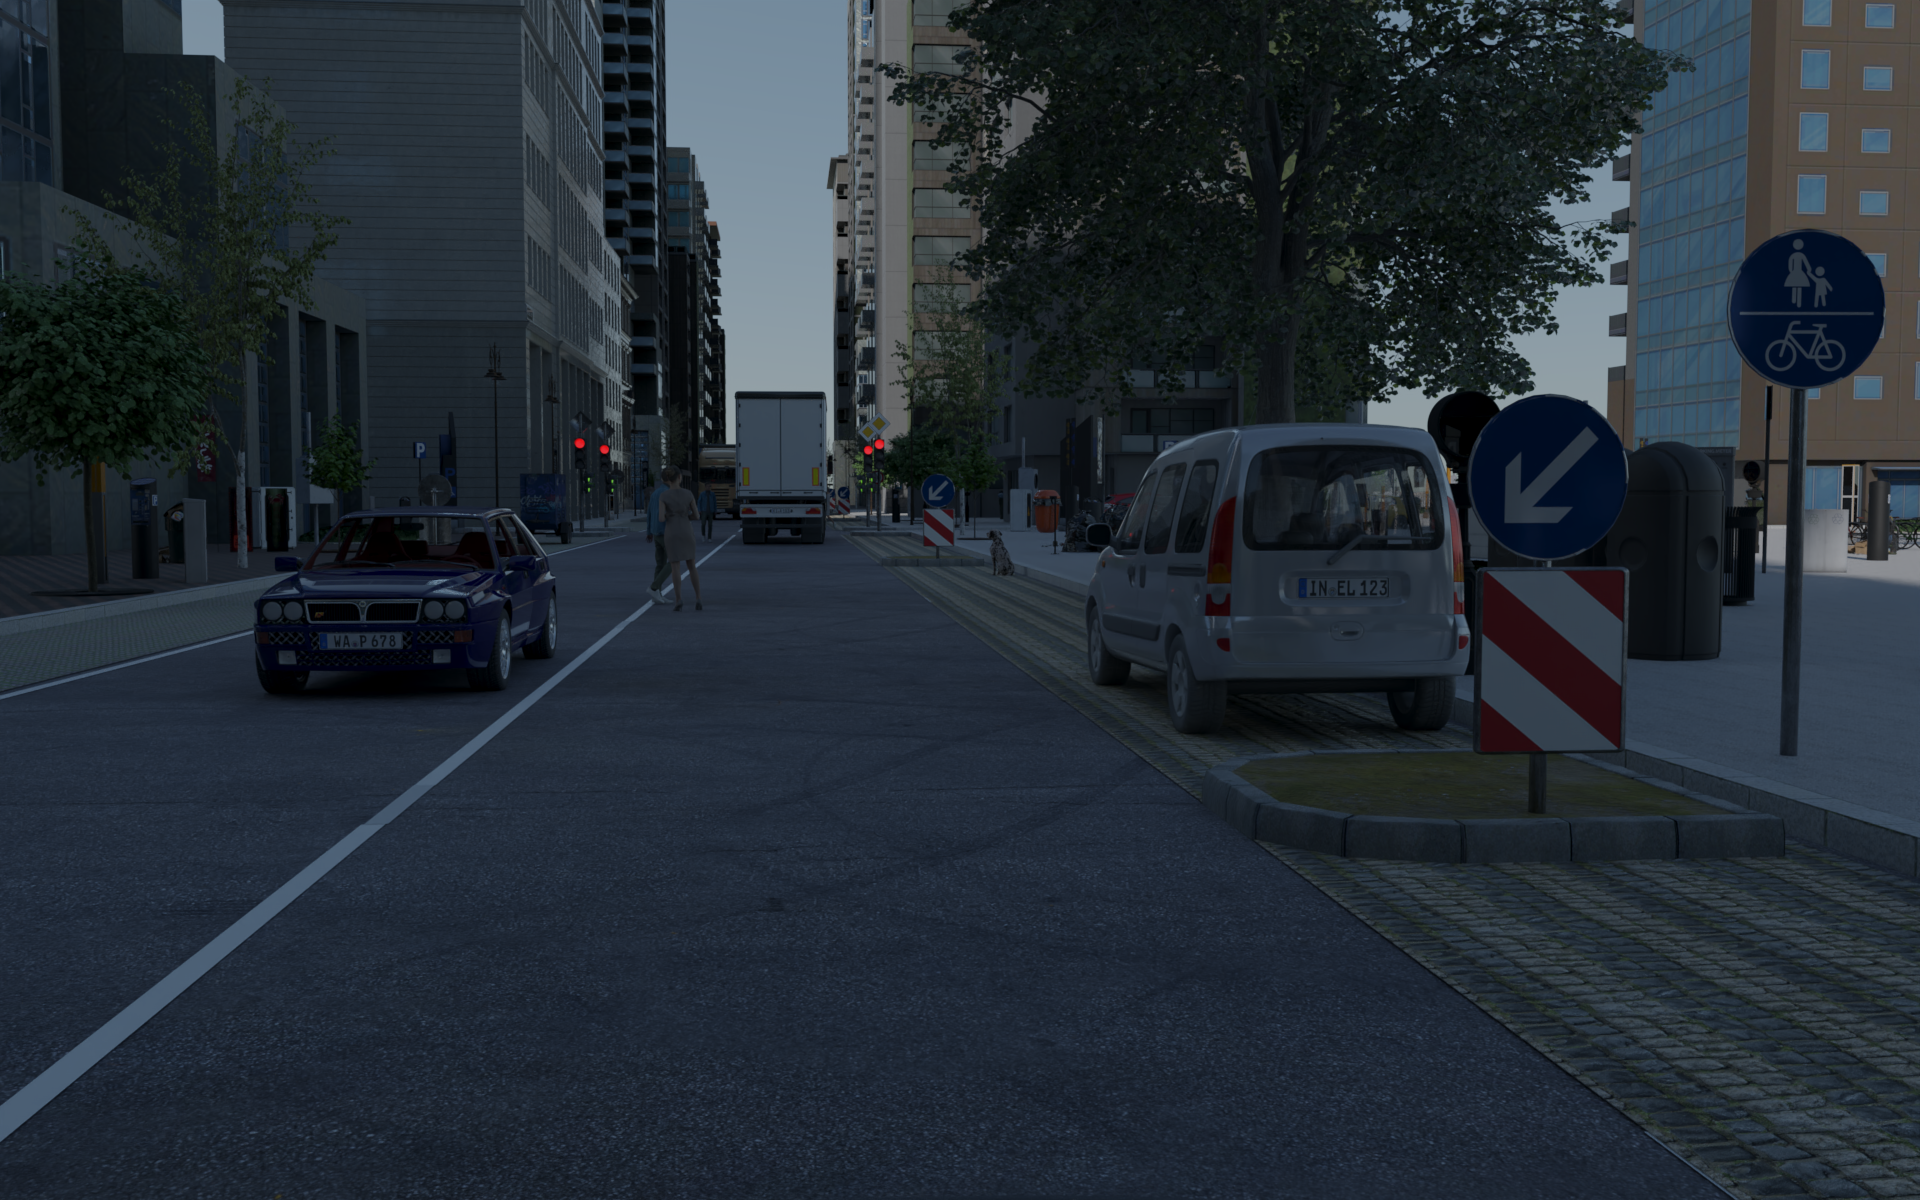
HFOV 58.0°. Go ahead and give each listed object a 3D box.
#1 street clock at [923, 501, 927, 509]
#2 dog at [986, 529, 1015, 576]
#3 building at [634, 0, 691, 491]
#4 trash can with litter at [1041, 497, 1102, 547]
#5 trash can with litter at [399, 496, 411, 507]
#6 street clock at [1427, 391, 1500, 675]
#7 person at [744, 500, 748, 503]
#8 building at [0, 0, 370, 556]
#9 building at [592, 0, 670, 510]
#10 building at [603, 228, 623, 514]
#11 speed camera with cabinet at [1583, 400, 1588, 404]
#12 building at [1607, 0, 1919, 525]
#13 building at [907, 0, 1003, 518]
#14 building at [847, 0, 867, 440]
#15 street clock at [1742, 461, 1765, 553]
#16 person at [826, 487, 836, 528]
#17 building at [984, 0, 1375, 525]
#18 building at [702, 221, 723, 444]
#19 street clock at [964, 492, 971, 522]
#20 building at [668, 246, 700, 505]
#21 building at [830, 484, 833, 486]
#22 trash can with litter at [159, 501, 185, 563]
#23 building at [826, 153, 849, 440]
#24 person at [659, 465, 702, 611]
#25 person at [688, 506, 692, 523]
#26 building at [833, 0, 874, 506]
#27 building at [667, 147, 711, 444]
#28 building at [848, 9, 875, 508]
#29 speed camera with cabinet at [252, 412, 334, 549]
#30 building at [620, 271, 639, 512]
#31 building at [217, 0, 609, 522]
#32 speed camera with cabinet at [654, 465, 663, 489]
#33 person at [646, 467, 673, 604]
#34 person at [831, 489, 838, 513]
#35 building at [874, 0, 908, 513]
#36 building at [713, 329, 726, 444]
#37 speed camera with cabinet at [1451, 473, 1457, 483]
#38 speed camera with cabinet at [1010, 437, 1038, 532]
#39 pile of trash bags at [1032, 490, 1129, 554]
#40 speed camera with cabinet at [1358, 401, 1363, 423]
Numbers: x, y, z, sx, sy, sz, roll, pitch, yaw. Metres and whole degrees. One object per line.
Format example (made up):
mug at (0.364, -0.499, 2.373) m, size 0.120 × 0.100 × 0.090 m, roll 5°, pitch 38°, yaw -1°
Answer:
street clock at (-1.738, -4.973, 85.886) m, size 0.471 × 2.002 × 0.358 m, roll -1°, pitch 4°, yaw -15°
dog at (0.703, -0.823, 30.286) m, size 0.513 × 0.831 × 0.800 m, roll 0°, pitch 4°, yaw 3°
building at (-38.823, -45.350, 179.732) m, size 20.563 × 71.187 × 20.611 m, roll 0°, pitch 4°, yaw -6°
trash can with litter at (2.877, -1.934, 42.682) m, size 2.233 × 1.210 × 1.678 m, roll -2°, pitch 4°, yaw -27°
trash can with litter at (-17.333, -2.573, 53.123) m, size 1.678 × 1.210 × 2.233 m, roll 1°, pitch 4°, yaw 15°
street clock at (3.568, -0.472, 12.286) m, size 0.471 × 2.002 × 0.358 m, roll 0°, pitch 4°, yaw -4°
person at (-17.488, -8.090, 140.867) m, size 0.778 × 1.811 × 0.616 m, roll -3°, pitch 4°, yaw -37°
building at (-33.922, -44.627, 42.330) m, size 31.000 × 86.520 × 22.319 m, roll 0°, pitch 4°, yaw -6°
building at (-37.108, -51.430, 153.549) m, size 22.319 × 86.520 × 31.000 m, roll 0°, pitch 4°, yaw -6°
building at (-26.324, -15.221, 103.613) m, size 10.420 × 20.320 × 16.860 m, roll 0°, pitch 4°, yaw -6°
speed camera with cabinet at (12.473, -2.581, 36.535) m, size 2.038 × 3.252 × 0.660 m, roll 1°, pitch 4°, yaw 11°
building at (39.334, -26.130, 77.343) m, size 14.200 × 45.320 × 14.600 m, roll 0°, pitch 4°, yaw -6°
building at (3.799, -20.086, 100.110) m, size 14.160 × 30.474 × 14.107 m, roll 0°, pitch 4°, yaw -6°
building at (-7.066, -48.995, 239.318) m, size 20.563 × 71.187 × 20.611 m, roll 0°, pitch 4°, yaw -6°
street clock at (17.174, -2.012, 37.464) m, size 0.358 × 2.002 × 0.471 m, roll -2°, pitch 4°, yaw -26°
person at (-5.436, -3.770, 70.893) m, size 0.466 × 1.731 × 0.760 m, roll 3°, pitch 5°, yaw 43°
building at (8.649, -23.831, 73.226) m, size 14.086 × 41.232 × 14.154 m, roll 0°, pitch 4°, yaw -6°
building at (-48.263, -37.545, 268.479) m, size 22.147 × 44.769 × 28.867 m, roll 0°, pitch 4°, yaw -6°
street clock at (0.324, -4.523, 78.528) m, size 0.358 × 2.002 × 0.471 m, roll 0°, pitch 4°, yaw 1°
building at (-37.364, -26.142, 199.130) m, size 14.160 × 30.474 × 14.107 m, roll 0°, pitch 4°, yaw -6°
building at (-7.096, -36.611, 290.475) m, size 32.217 × 40.220 × 23.993 m, roll 0°, pitch 4°, yaw -6°
trash can with litter at (-14.642, -1.269, 32.136) m, size 1.055 × 1.170 × 0.624 m, roll 2°, pitch 4°, yaw 26°
building at (-5.558, -41.296, 264.421) m, size 28.713 × 52.752 × 27.495 m, roll 0°, pitch 4°, yaw -6°
person at (-3.430, -0.757, 21.217) m, size 0.599 × 1.781 × 0.374 m, roll -2°, pitch 4°, yaw -27°
person at (-13.258, -4.519, 84.987) m, size 0.503 × 1.515 × 0.523 m, roll 2°, pitch 4°, yaw 35°
building at (-3.336, -54.337, 201.075) m, size 22.319 × 86.520 × 31.000 m, roll 0°, pitch 4°, yaw -6°
building at (-45.959, -37.873, 238.824) m, size 23.786 × 49.044 × 30.456 m, roll 0°, pitch 4°, yaw -6°
building at (1.027, -33.775, 171.832) m, size 23.786 × 49.044 × 30.456 m, roll 0°, pitch 4°, yaw -6°
speed camera with cabinet at (-15.953, -2.868, 41.231) m, size 0.660 × 3.252 × 2.038 m, roll 2°, pitch 4°, yaw 33°
building at (-28.604, -15.716, 121.580) m, size 10.561 × 19.102 × 19.286 m, roll 0°, pitch 4°, yaw -6°
building at (-23.515, -18.514, 80.201) m, size 11.434 × 29.767 × 29.804 m, roll 0°, pitch 4°, yaw -6°
speed camera with cabinet at (-20.837, -7.660, 119.581) m, size 0.660 × 3.252 × 2.038 m, roll -1°, pitch 4°, yaw -10°
person at (-3.887, -0.837, 22.532) m, size 0.444 × 1.785 × 0.601 m, roll -1°, pitch 4°, yaw -22°
person at (-8.867, -6.949, 122.391) m, size 0.850 × 1.792 × 0.678 m, roll -1°, pitch 4°, yaw -10°
building at (4.126, -35.874, 128.539) m, size 21.231 × 58.520 × 28.212 m, roll 0°, pitch 4°, yaw -6°
building at (-46.558, -31.743, 290.705) m, size 14.160 × 30.474 × 14.107 m, roll 0°, pitch 4°, yaw -6°
speed camera with cabinet at (24.640, -5.667, 86.984) m, size 0.660 × 3.252 × 2.038 m, roll 1°, pitch 4°, yaw 19°
speed camera with cabinet at (2.225, -4.009, 59.881) m, size 0.660 × 3.252 × 2.038 m, roll 1°, pitch 4°, yaw 14°
pile of trash bags at (2.975, -1.723, 37.931) m, size 3.447 × 1.369 × 1.912 m, roll -3°, pitch 4°, yaw -39°
speed camera with cabinet at (8.421, -2.658, 37.793) m, size 0.660 × 3.252 × 2.038 m, roll 0°, pitch 4°, yaw 4°
